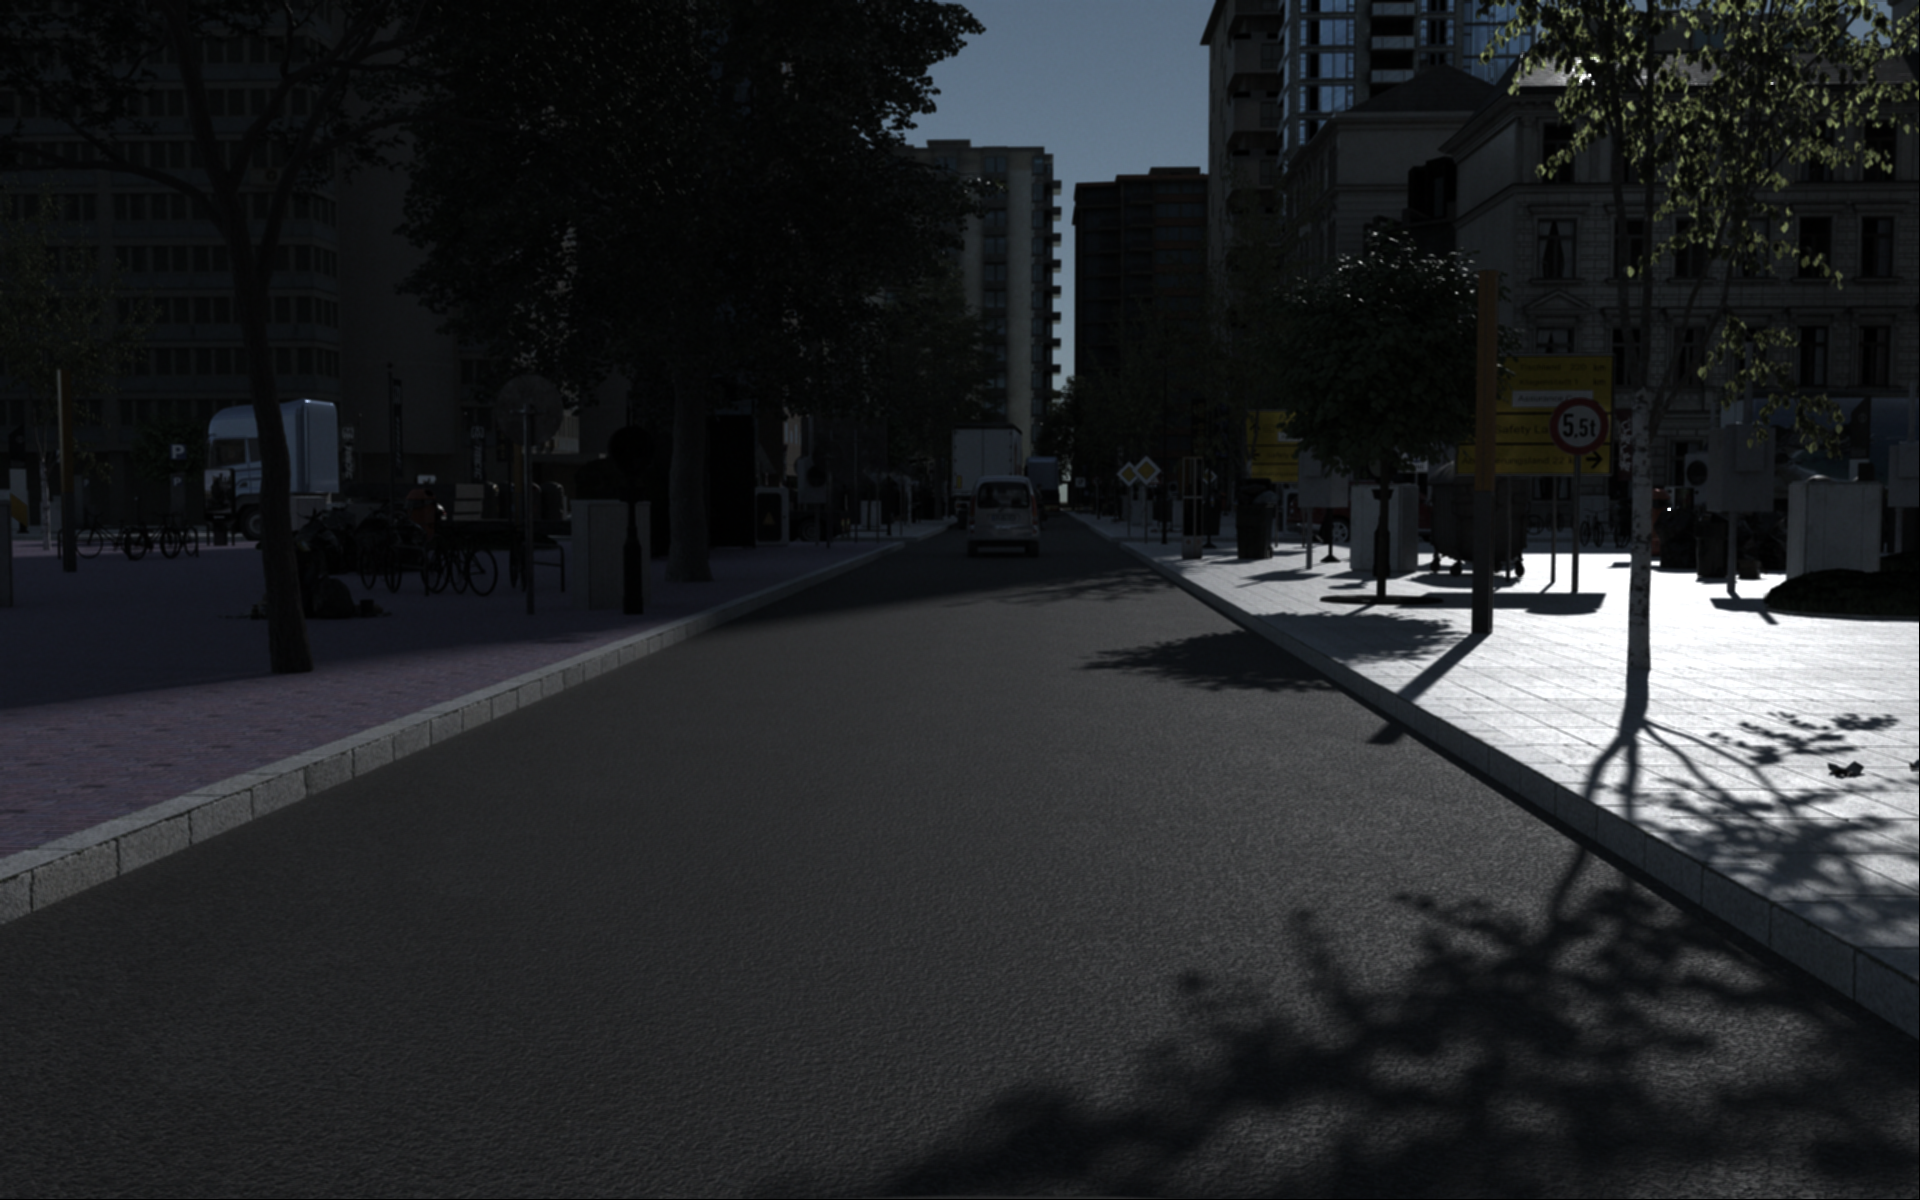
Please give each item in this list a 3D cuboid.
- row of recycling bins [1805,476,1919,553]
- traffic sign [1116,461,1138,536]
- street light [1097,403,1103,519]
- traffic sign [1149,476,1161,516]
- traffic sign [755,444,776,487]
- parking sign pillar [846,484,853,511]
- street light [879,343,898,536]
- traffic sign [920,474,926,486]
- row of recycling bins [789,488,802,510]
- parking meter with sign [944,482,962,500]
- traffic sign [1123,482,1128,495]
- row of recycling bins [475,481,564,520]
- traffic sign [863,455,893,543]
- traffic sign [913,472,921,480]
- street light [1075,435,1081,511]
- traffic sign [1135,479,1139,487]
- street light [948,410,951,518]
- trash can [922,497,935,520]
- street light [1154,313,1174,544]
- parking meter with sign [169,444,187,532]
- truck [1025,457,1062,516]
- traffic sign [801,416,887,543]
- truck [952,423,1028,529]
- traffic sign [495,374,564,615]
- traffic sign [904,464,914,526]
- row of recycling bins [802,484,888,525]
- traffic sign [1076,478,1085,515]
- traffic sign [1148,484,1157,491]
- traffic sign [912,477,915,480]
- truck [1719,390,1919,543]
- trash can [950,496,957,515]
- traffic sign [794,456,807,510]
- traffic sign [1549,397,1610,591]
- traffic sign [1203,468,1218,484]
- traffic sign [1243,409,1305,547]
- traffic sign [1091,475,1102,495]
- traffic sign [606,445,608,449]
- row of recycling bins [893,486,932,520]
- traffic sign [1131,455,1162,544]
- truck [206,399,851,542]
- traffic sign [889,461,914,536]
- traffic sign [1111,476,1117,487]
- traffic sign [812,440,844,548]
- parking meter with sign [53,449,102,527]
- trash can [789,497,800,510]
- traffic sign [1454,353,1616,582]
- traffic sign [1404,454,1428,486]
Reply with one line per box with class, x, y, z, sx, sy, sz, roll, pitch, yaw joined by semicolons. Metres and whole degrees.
row of recycling bins;20.206;-1.880;37.846;3.534;1.692;1.069;3;5;43
traffic sign;5.137;-2.998;52.660;0.795;2.450;0.064;0;4;2
street light;7.041;-7.032;87.759;0.468;5.910;1.993;0;4;2
traffic sign;10.419;-5.710;93.369;0.884;2.594;0.081;0;4;4
traffic sign;-5.162;-2.729;44.615;0.884;2.594;0.081;1;4;9
parking sign pillar;-6.935;-7.595;112.656;1.447;3.967;1.447;-2;4;-27
street light;-2.191;-4.925;53.311;0.468;5.910;1.993;0;4;2
traffic sign;-2.467;-6.645;108.759;0.768;2.556;0.104;0;4;5
row of recycling bins;-11.167;-6.970;121.075;3.534;1.692;1.069;0;4;8
parking meter with sign;-0.681;-7.017;110.989;1.738;3.016;0.543;1;4;13
traffic sign;9.248;-5.867;96.025;0.768;2.556;0.104;1;4;9
row of recycling bins;-14.709;-3.086;57.573;1.069;1.692;3.534;3;4;37
traffic sign;-2.135;-2.529;44.993;0.795;2.450;0.064;0;4;2
traffic sign;-2.584;-6.050;99.023;0.768;2.556;0.104;1;4;12
street light;8.672;-9.432;126.997;0.468;5.910;1.993;0;4;2
traffic sign;12.444;-7.227;119.346;0.795;2.450;0.064;1;4;9
street light;-0.585;-7.342;92.823;0.468;5.910;1.993;0;4;2
trash can;-1.524;-4.555;86.120;0.748;1.137;0.748;0;3;0
street light;5.242;-4.372;44.263;0.468;5.910;1.993;0;4;2
parking meter with sign;-26.890;-3.868;59.505;0.543;3.016;1.738;-1;4;-21
truck;5.599;-7.903;118.979;2.967;4.110;18.799;0;4;3
traffic sign;-3.054;-3.157;45.483;2.265;3.308;0.079;0;4;4
truck;1.328;-5.217;74.219;2.839;4.237;11.283;0;4;4
traffic sign;-4.575;-1.117;18.372;0.768;2.556;0.104;1;4;9
traffic sign;-2.241;-4.311;70.598;0.768;2.556;0.104;0;4;4
row of recycling bins;-4.758;-4.043;73.213;3.534;1.692;1.069;0;4;2
traffic sign;7.435;-6.414;107.001;0.606;2.300;0.079;0;4;3
traffic sign;12.217;-6.604;110.112;0.606;2.300;0.079;1;4;9
traffic sign;-2.681;-5.515;90.175;0.884;2.594;0.081;0;4;7
truck;27.022;-3.590;47.608;11.283;4.237;2.839;0;4;4
trash can;-0.492;-5.681;104.542;0.748;1.137;0.748;0;3;0
traffic sign;-5.024;-3.433;56.232;0.768;2.556;0.104;0;4;7
traffic sign;8.109;-1.386;22.764;0.768;2.556;0.104;0;4;7
traffic sign;10.739;-4.510;74.922;0.795;2.450;0.064;1;4;11
traffic sign;7.951;-2.921;41.626;2.265;3.308;0.079;0;4;6
traffic sign;9.352;-7.222;118.182;0.768;2.556;0.104;1;4;10
traffic sign;-7.373;-2.305;37.796;0.768;2.556;0.104;1;4;11
row of recycling bins;-3.075;-4.943;87.923;3.534;1.692;1.069;1;4;19
traffic sign;4.802;-2.510;44.682;0.795;2.450;0.064;0;4;2
truck;-12.594;-3.652;49.462;18.799;4.110;2.967;0;4;3
traffic sign;-1.800;-3.017;52.971;0.795;2.450;0.064;0;4;2
traffic sign;10.860;-7.416;121.349;0.768;2.556;0.104;1;4;10
traffic sign;-3.116;-2.494;40.880;0.768;2.556;0.104;0;4;5
parking meter with sign;-33.991;-4.316;66.819;1.738;3.016;0.543;1;4;13
trash can;-8.543;-4.634;87.425;0.748;1.137;0.748;0;3;0
traffic sign;8.296;-1.909;25.079;2.265;3.308;0.079;0;4;3
traffic sign;8.817;-1.919;33.502;0.606;2.300;0.079;1;4;11
